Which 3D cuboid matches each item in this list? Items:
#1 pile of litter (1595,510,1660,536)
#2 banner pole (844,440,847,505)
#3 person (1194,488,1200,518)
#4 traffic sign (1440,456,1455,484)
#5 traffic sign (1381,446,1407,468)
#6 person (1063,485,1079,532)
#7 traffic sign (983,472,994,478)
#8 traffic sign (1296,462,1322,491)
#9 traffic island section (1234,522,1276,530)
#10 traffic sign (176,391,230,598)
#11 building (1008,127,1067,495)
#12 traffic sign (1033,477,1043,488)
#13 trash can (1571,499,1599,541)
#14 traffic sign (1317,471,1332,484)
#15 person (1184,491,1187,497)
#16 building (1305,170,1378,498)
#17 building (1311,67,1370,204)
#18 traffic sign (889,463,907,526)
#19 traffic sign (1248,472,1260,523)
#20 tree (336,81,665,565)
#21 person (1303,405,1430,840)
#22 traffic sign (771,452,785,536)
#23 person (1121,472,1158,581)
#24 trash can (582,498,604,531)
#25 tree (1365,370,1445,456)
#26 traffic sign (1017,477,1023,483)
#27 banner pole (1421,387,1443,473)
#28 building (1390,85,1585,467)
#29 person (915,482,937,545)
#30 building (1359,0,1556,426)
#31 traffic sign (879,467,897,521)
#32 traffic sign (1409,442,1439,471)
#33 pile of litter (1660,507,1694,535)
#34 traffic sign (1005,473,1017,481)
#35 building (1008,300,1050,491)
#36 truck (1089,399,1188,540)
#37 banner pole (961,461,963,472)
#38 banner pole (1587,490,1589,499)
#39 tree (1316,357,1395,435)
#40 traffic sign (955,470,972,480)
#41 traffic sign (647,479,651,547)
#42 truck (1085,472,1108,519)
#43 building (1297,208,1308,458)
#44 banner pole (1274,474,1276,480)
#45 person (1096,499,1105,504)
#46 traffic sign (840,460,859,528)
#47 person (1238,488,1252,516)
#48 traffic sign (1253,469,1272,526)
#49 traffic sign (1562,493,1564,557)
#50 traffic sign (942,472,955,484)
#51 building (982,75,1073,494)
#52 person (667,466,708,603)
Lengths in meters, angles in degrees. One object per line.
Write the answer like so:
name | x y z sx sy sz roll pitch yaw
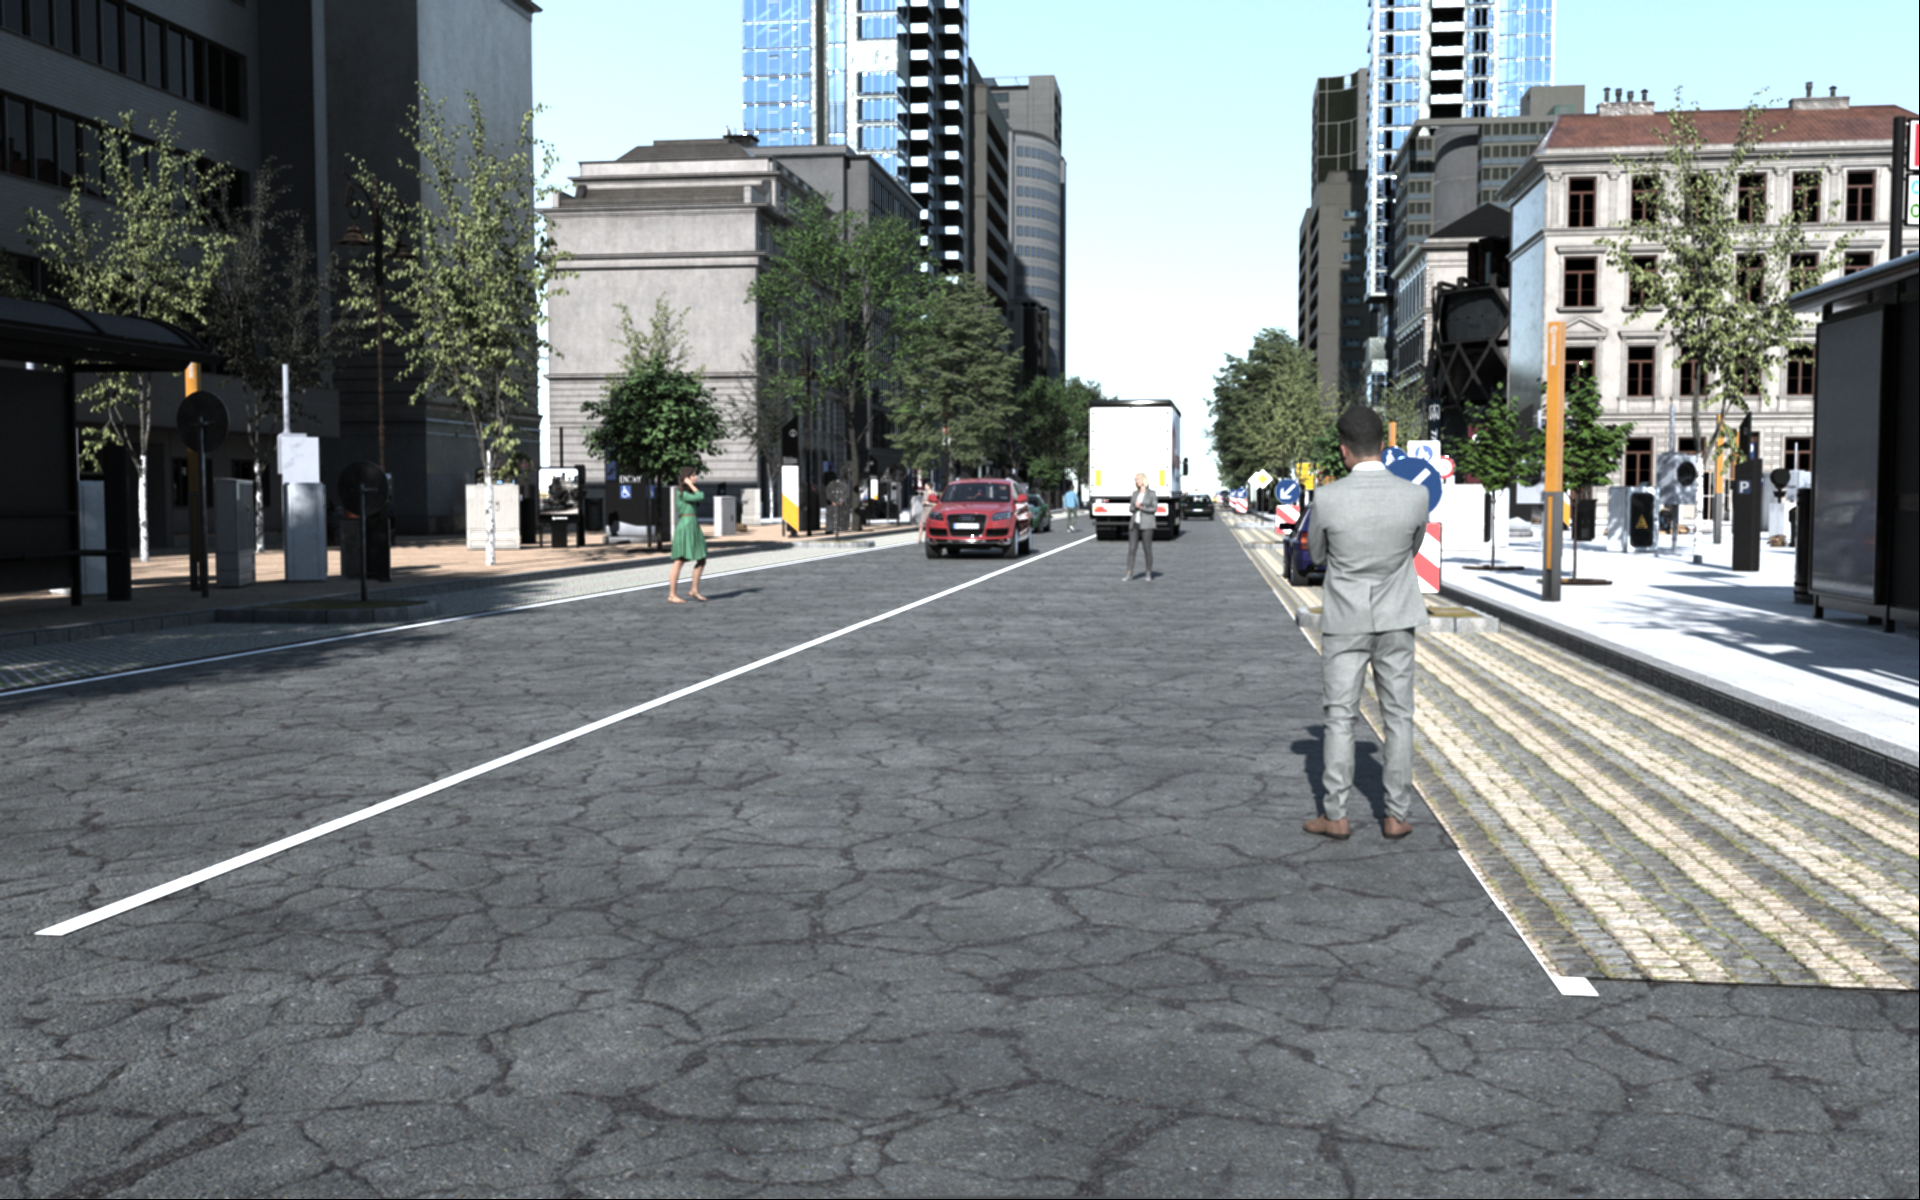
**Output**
pile of litter | 20.361 -2.409 53.349 1.176 0.858 1.719 -3 5 -42
banner pole | -5.308 -5.516 80.197 0.401 3.779 0.863 0 4 -7
person | 14.441 -5.921 105.526 0.478 1.798 0.641 0 4 -7
traffic sign | 16.057 -3.516 57.593 0.768 2.556 0.104 1 4 17
traffic sign | 11.610 -2.835 46.455 0.768 2.556 0.104 1 4 14
person | 4.175 -3.441 65.106 0.601 1.785 0.444 2 4 27
traffic sign | 1.291 -4.637 79.450 0.795 2.450 0.064 0 4 8
traffic sign | 22.544 -7.127 110.406 2.265 3.308 0.079 1 4 12
traffic island section | 13.338 -3.396 77.813 2.009 0.180 2.903 0 4 8
traffic sign | -9.368 -1.303 21.416 0.768 2.556 0.104 1 4 16
building | 5.405 -44.999 277.728 21.231 58.520 28.212 0 4 8
traffic sign | 5.840 -7.976 130.515 0.768 2.556 0.104 1 4 13
trash can | 17.016 -2.178 47.260 0.748 1.137 0.748 0 3 0
traffic sign | 18.633 -5.413 88.608 0.768 2.556 0.104 1 4 13
person | 22.157 -9.885 170.671 0.434 1.755 0.990 -1 4 -14
building | 62.521 -38.524 253.571 21.300 48.544 21.600 0 4 8
building | 68.420 -52.425 295.392 20.563 71.187 20.611 0 4 8
traffic sign | -2.519 -4.294 70.315 0.768 2.556 0.104 1 4 11
traffic sign | 13.313 -4.532 77.739 0.795 2.450 0.064 0 4 8
tree | -8.611 -4.922 30.841 4.737 8.622 4.395 0 3 0
person | 1.708 0.083 7.332 0.511 1.800 0.466 -1 4 -11
traffic sign | -5.357 -3.205 52.510 0.768 2.556 0.104 1 4 12
person | 2.997 -1.217 28.578 0.537 1.800 0.526 3 5 42
trash can | -12.709 -2.962 60.090 0.748 1.137 0.748 0 3 0
tree | 26.781 -9.379 103.706 4.737 8.622 4.395 0 3 0
traffic sign | 4.337 -7.895 129.186 0.768 2.556 0.104 1 4 12
banner pole | 10.910 -3.074 40.274 0.401 3.779 0.863 -2 4 -24
building | 55.667 -29.208 169.427 32.217 40.220 23.993 0 4 8
person | -0.946 -2.426 48.504 0.599 1.781 0.374 2 4 34
building | 54.842 -54.017 195.846 22.319 86.520 31.000 0 4 8
traffic sign | -3.420 -5.011 81.936 0.884 2.594 0.081 1 4 11
traffic sign | 8.951 -1.917 33.480 0.606 2.300 0.079 1 4 12
pile of litter | 22.753 -2.532 55.371 1.719 0.858 1.176 0 4 -6
traffic sign | 3.075 -6.455 105.640 0.768 2.556 0.104 1 4 14
building | 5.661 -29.695 257.219 14.160 30.474 14.107 0 4 8
truck | 5.936 -4.160 56.926 2.839 4.237 11.283 1 4 9
banner pole | 0.090 -6.472 95.831 0.401 3.779 0.863 0 4 6
banner pole | 25.072 -4.795 68.422 0.863 3.779 0.401 1 4 18
tree | 21.030 -8.697 92.563 4.360 8.622 3.978 0 3 0
traffic sign | 0.175 -4.153 71.543 0.795 2.450 0.064 0 4 8
traffic sign | -7.470 -2.538 41.602 0.768 2.556 0.104 1 4 17
truck | 9.189 -7.065 104.420 2.839 4.237 11.283 0 4 7
building | 65.015 -39.838 275.055 21.300 48.544 21.600 0 4 8
banner pole | 26.179 -9.423 144.076 0.401 3.779 0.863 2 4 25
person | 5.629 -3.769 69.998 0.514 1.842 0.818 2 4 35
traffic sign | -4.177 -3.986 65.278 0.768 2.556 0.104 1 4 13
person | 17.585 -5.996 106.647 0.853 1.813 0.709 0 4 -2
traffic sign | 12.197 -4.048 69.832 0.795 2.450 0.064 0 4 8
traffic sign | 12.331 -2.164 35.484 0.768 2.556 0.104 1 4 15
traffic sign | -0.659 -6.014 98.436 0.768 2.556 0.104 1 4 12
building | 9.239 -52.793 301.409 20.563 71.187 20.611 0 4 8
person | -3.609 -0.866 22.903 0.529 1.795 0.600 0 4 -5
